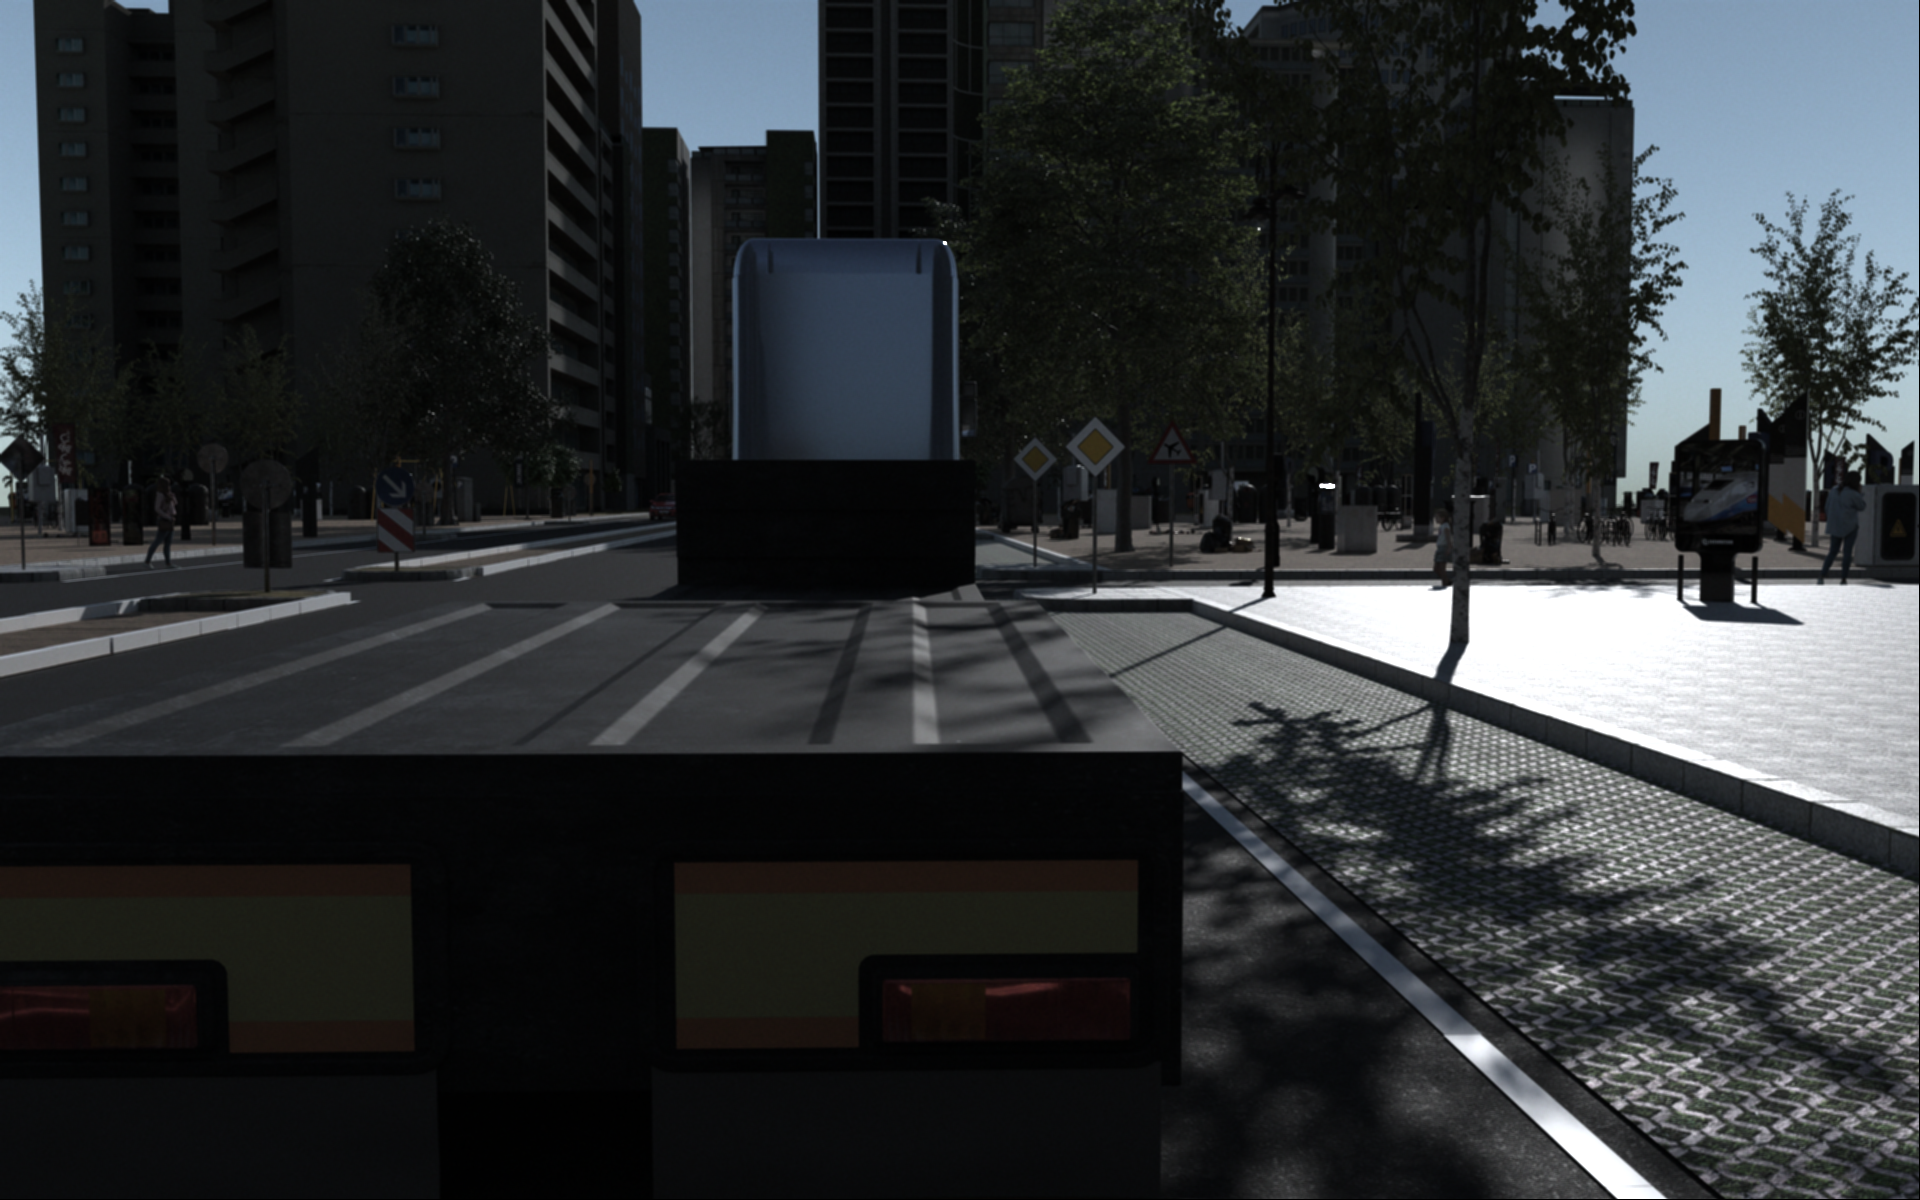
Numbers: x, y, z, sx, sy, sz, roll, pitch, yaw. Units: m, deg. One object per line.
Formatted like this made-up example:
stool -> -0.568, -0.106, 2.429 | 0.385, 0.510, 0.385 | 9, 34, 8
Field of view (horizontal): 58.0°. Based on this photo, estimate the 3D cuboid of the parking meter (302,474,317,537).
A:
parking meter -> -19.312, -2.795, 51.402 | 0.399, 1.863, 0.255 | 2, 4, 32

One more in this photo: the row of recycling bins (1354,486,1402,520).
row of recycling bins -> 20.769, -4.750, 84.776 | 3.534, 1.692, 1.069 | -2, 4, -33

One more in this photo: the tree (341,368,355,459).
tree -> -36.853, -9.232, 101.312 | 4.737, 8.622, 4.395 | 0, 3, 0

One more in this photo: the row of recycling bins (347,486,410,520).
row of recycling bins -> -29.477, -4.949, 88.024 | 1.069, 1.692, 3.534 | 2, 4, 34

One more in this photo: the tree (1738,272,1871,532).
tree -> 28.202, -6.608, 58.400 | 4.360, 8.622, 3.978 | 0, 3, 0

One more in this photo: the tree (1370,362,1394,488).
tree -> 22.425, -8.611, 91.148 | 4.360, 8.622, 3.978 | 0, 3, 0

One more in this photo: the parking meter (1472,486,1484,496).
parking meter -> 17.336, -3.031, 57.975 | 0.372, 1.533, 0.369 | 0, 3, 0

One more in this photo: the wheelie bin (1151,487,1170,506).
wheelie bin -> 9.426, -4.490, 81.327 | 0.980, 1.594, 0.693 | -1, 4, -10

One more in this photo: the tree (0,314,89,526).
tree -> -37.544, -7.334, 70.277 | 4.360, 8.622, 3.978 | 0, 3, 0

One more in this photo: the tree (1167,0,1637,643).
tree -> 4.170, -3.950, 14.939 | 4.737, 8.622, 4.395 | 0, 3, 0

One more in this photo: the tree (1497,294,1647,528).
tree -> 23.132, -6.990, 64.647 | 4.360, 8.622, 3.978 | 0, 3, 0

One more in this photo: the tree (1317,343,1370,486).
tree -> 12.959, -7.156, 67.357 | 4.360, 8.622, 3.978 | 0, 3, 0

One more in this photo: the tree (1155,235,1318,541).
tree -> 7.458, -5.964, 47.874 | 4.360, 8.622, 3.978 | 0, 3, 0

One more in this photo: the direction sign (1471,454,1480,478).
direction sign -> 28.985, -6.446, 97.396 | 0.876, 3.537, 0.379 | -3, 5, -45

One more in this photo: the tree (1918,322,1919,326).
tree -> 21.154, -5.101, 33.759 | 4.360, 8.622, 3.978 | 0, 3, 0

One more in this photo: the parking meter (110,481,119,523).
parking meter -> -38.156, -4.433, 78.197 | 0.255, 1.863, 0.399 | -3, 5, -40

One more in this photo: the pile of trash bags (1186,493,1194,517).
pile of trash bags -> 14.564, -5.489, 99.497 | 3.447, 1.369, 1.912 | -1, 4, -19

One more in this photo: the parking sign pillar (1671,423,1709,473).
parking sign pillar -> 27.676, -4.719, 65.630 | 1.447, 3.967, 1.447 | 0, 4, -1

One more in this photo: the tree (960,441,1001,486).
tree -> 0.508, -6.613, 91.844 | 4.285, 4.588, 4.351 | 0, 3, 0

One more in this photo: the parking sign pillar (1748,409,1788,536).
parking sign pillar -> 25.060, -4.008, 54.006 | 1.447, 3.967, 1.447 | 0, 4, -1

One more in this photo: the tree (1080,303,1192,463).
tree -> 9.134, -10.200, 92.533 | 9.928, 11.665, 9.643 | 0, 3, 0

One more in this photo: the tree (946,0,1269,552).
tree -> 3.252, -7.341, 38.153 | 7.486, 12.596, 7.792 | 0, 3, 0

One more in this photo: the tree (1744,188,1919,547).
tree -> 20.956, -5.596, 41.851 | 4.737, 8.622, 4.395 | 0, 3, 0

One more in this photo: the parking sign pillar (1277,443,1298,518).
parking sign pillar -> 17.261, -6.310, 91.647 | 1.447, 3.967, 1.447 | 2, 4, 34

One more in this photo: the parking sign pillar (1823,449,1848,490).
parking sign pillar -> 51.781, -6.968, 102.396 | 1.447, 3.967, 1.447 | 1, 4, 22

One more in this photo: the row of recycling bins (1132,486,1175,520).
row of recycling bins -> 9.159, -4.780, 85.264 | 1.069, 1.692, 3.534 | -3, 5, -44

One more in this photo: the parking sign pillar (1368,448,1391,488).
parking sign pillar -> 23.244, -6.561, 95.740 | 1.447, 3.967, 1.447 | 0, 4, -5

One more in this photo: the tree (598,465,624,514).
tree -> -22.726, -7.294, 113.852 | 1.663, 3.219, 1.824 | 0, 3, 0

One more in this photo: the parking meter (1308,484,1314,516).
parking meter -> 20.203, -5.739, 99.539 | 0.399, 1.863, 0.255 | -3, 5, -43

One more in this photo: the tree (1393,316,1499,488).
tree -> 20.964, -7.389, 71.168 | 4.360, 8.622, 3.978 | 0, 3, 0

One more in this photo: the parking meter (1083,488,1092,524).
parking meter -> 5.464, -4.014, 74.037 | 0.372, 1.533, 0.369 | 0, 3, 0

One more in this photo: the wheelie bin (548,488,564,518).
wheelie bin -> -21.466, -5.162, 92.308 | 0.980, 1.594, 0.693 | -1, 4, -15

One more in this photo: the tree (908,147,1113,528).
tree -> 1.789, -9.659, 64.584 | 9.857, 13.997, 8.962 | 0, 3, 0

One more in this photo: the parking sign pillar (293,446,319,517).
parking sign pillar -> -36.442, -6.611, 96.557 | 1.447, 3.967, 1.447 | -3, 4, -37

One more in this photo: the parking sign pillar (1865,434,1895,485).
parking sign pillar -> 41.213, -5.451, 77.602 | 1.447, 3.967, 1.447 | -1, 4, -20

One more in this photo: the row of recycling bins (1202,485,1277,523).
row of recycling bins -> 12.358, -4.289, 77.235 | 3.534, 1.692, 1.069 | 0, 4, 8

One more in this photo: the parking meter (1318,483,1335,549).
parking meter -> 8.540, -1.951, 40.302 | 0.372, 1.533, 0.369 | 0, 3, 0

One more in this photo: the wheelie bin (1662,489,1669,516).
wheelie bin -> 41.924, -5.840, 103.398 | 0.980, 1.594, 0.693 | -3, 5, -43

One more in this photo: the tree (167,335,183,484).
tree -> -35.326, -7.818, 78.188 | 4.737, 8.622, 4.395 | 0, 3, 0

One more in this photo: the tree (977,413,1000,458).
tree -> -0.845, -10.675, 108.953 | 8.767, 10.594, 7.601 | -2, 4, -31

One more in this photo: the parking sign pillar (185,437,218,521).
parking sign pillar -> -35.942, -5.719, 81.971 | 1.447, 3.967, 1.447 | 3, 5, 40

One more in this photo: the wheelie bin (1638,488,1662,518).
wheelie bin -> 36.874, -5.203, 92.979 | 0.693, 1.594, 0.980 | -1, 4, -22

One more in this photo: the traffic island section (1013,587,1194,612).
traffic island section -> 1.758, -0.005, 22.369 | 2.009, 0.180, 2.903 | 0, 4, -3

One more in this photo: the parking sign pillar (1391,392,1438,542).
parking sign pillar -> 12.482, -3.551, 46.531 | 1.447, 3.967, 1.447 | 1, 4, 20

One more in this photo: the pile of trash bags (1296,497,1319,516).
pile of trash bags -> 19.742, -5.634, 101.868 | 3.447, 1.369, 1.912 | -2, 4, -33

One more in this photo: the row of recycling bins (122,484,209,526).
row of recycling bins -> -32.176, -3.864, 70.281 | 1.069, 1.692, 3.534 | 2, 4, 35

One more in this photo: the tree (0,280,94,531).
tree -> -31.195, -6.724, 60.295 | 4.737, 8.622, 4.395 | 0, 3, 0

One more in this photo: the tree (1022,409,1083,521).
tree -> 4.510, -8.115, 83.042 | 4.360, 8.622, 3.978 | 0, 3, 0

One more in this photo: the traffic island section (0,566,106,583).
traffic island section -> -15.933, -0.437, 29.433 | 2.009, 0.180, 2.903 | 0, 4, -3

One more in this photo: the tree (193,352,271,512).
tree -> -37.020, -8.488, 89.138 | 4.360, 8.622, 3.978 | 0, 3, 0

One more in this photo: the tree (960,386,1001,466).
tree -> 1.019, -9.154, 100.036 | 4.737, 8.622, 4.395 | 0, 3, 0

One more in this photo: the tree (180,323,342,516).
tree -> -29.852, -7.578, 74.259 | 4.737, 8.622, 4.395 | 0, 3, 0

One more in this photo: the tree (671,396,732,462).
tree -> -27.053, -15.660, 181.793 | 9.928, 11.665, 9.643 | 0, 3, 0

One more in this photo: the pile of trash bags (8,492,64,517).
pile of trash bags -> -51.290, -5.257, 95.700 | 3.447, 1.369, 1.912 | 1, 4, 22

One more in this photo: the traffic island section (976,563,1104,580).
traffic island section -> 1.334, -0.493, 30.343 | 2.009, 0.180, 2.903 | 0, 4, -3
